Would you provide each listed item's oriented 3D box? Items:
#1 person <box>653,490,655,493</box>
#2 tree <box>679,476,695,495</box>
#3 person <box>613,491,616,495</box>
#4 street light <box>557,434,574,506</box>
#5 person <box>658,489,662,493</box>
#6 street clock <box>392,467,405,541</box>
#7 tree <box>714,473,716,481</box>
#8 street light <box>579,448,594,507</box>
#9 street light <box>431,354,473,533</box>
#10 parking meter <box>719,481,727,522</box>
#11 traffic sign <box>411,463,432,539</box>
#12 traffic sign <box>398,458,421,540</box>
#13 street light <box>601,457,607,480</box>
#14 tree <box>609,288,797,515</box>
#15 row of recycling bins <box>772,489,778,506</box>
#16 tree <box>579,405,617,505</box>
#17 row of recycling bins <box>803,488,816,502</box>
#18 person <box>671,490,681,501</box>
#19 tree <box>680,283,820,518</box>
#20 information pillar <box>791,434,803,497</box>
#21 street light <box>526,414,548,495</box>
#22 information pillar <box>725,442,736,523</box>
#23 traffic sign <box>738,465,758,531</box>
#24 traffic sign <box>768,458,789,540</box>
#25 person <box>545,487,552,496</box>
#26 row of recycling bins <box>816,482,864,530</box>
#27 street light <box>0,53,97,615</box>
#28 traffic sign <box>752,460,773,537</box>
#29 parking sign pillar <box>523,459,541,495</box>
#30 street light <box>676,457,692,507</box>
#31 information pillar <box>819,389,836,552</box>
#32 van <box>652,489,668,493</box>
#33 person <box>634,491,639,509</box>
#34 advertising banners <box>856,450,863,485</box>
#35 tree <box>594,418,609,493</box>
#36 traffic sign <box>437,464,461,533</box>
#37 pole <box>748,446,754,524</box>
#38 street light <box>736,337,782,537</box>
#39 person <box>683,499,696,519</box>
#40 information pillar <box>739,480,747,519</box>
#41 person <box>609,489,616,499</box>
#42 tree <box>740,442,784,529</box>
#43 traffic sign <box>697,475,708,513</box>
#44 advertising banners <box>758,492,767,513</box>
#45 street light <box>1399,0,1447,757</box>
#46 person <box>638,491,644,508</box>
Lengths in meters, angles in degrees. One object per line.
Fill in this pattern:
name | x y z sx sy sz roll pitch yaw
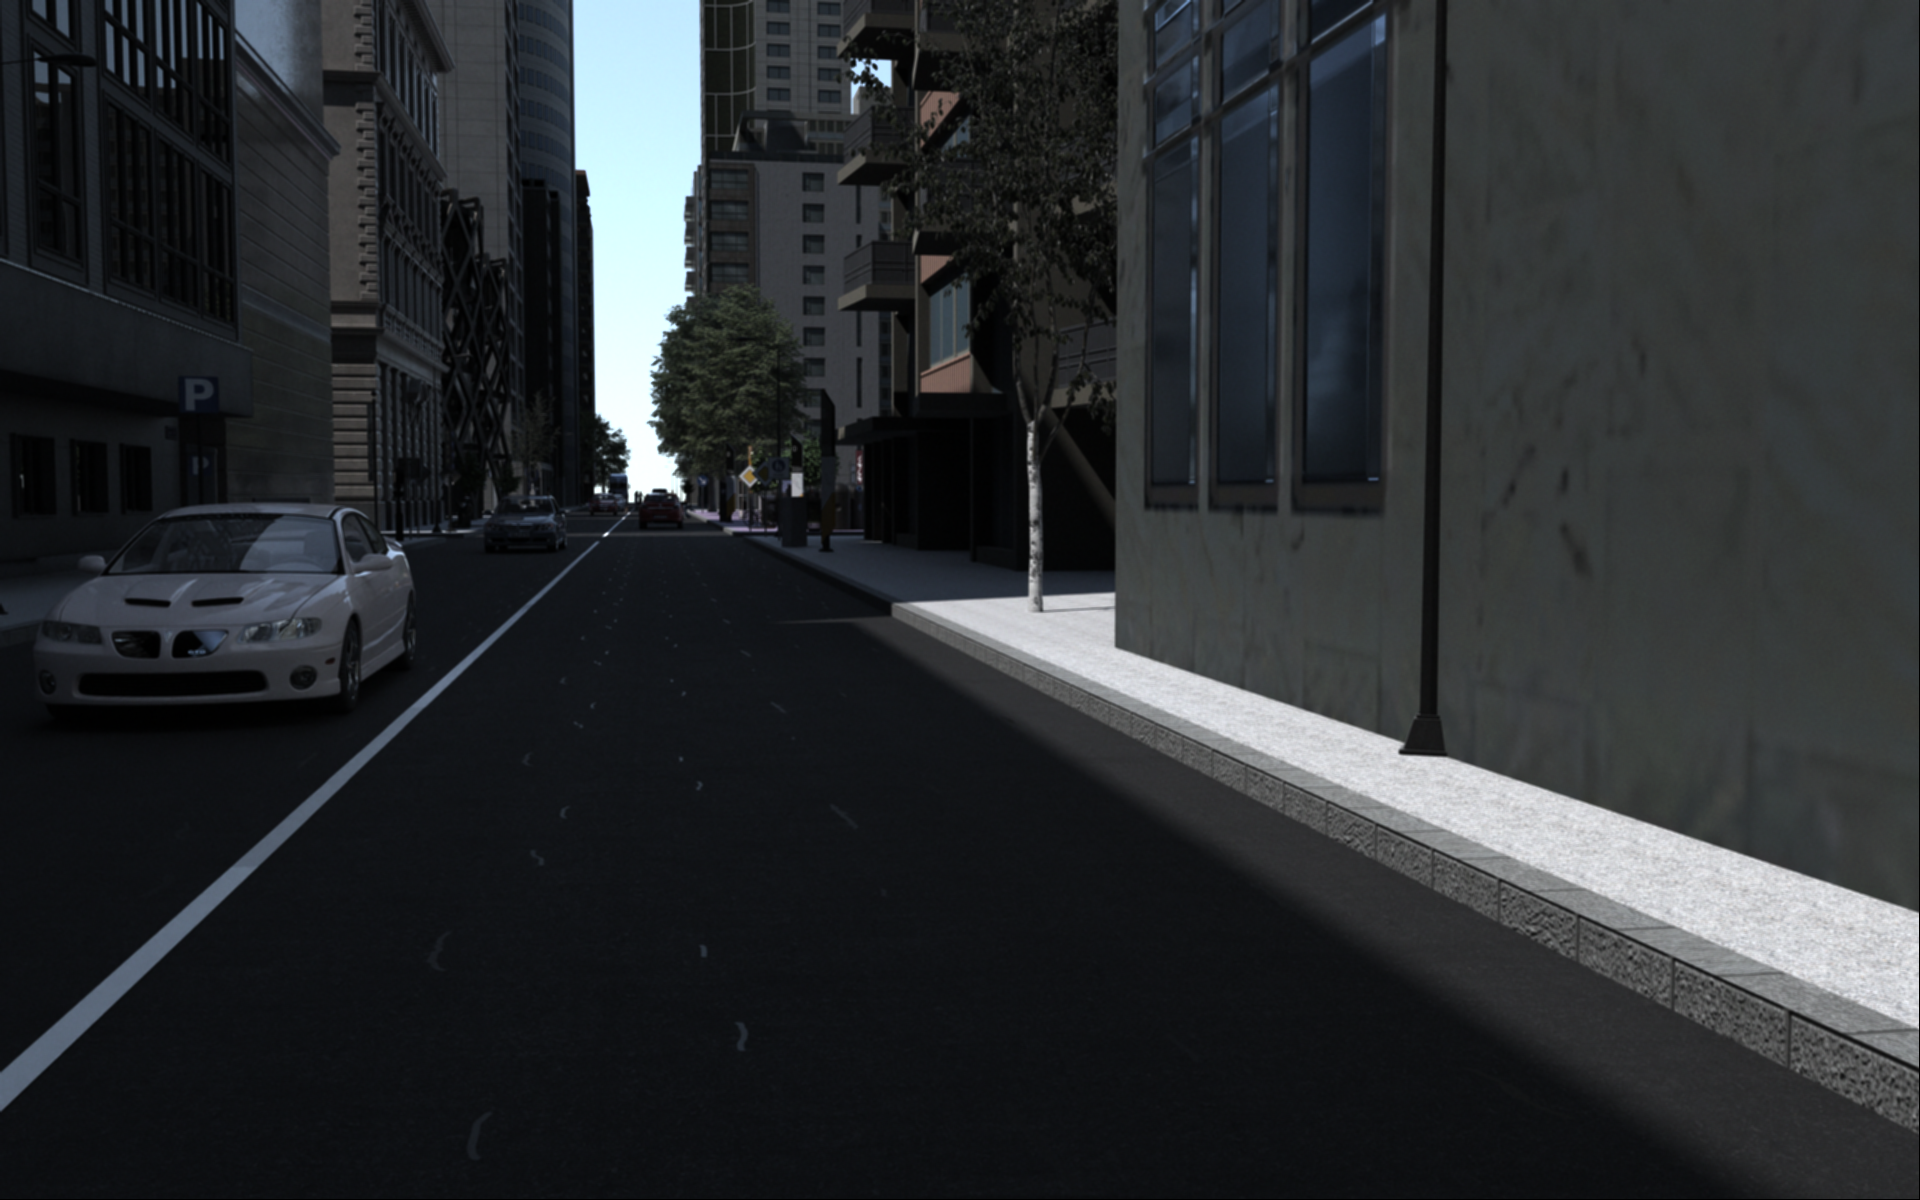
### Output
person | -25.084 -8.147 142.227 1.217 1.766 0.721 -2 4 -26
tree | -28.523 -11.417 181.264 1.663 3.219 1.824 0 3 0
person | -31.689 -9.152 158.953 1.217 1.723 0.721 1 4 14
street light | -30.323 -9.804 132.838 1.470 5.913 1.316 -1 4 -10
person | -24.259 -8.072 140.114 1.348 1.869 0.705 0 4 2
street clock | -15.264 -2.603 47.122 0.358 2.002 0.471 -2 4 -29
tree | -19.478 -11.434 137.312 4.737 8.622 4.395 0 3 0
street light | -37.971 -12.435 175.859 1.470 5.913 1.316 -1 4 -10
street light | -16.850 -5.195 57.471 1.470 5.913 1.316 -1 4 -10
parking meter | -10.847 -4.517 79.559 0.399 1.863 0.255 0 4 -6
traffic sign | -15.580 -2.821 49.769 0.795 2.450 0.064 -1 4 -10
traffic sign | -15.465 -2.848 48.696 0.606 2.300 0.079 -1 4 -10
street light | -45.165 -14.897 216.106 1.470 5.913 1.316 -1 4 -10
tree | -14.559 -12.191 105.970 9.857 13.997 8.962 0 3 0
row of recycling bins | -13.516 -7.715 133.246 1.069 1.692 3.534 -2 4 -31
tree | -43.832 -16.812 200.629 9.928 11.665 9.643 0 3 0
row of recycling bins | -10.792 -7.132 123.714 3.534 1.692 1.069 2 4 28
person | -22.420 -7.707 135.226 1.217 1.735 0.721 -1 4 -18
tree | -11.293 -10.728 93.531 7.486 12.596 7.792 0 3 0
information pillar | -6.397 -4.688 67.997 0.504 3.616 0.183 1 4 19
street light | -24.616 -7.835 100.645 1.470 5.913 1.316 -1 4 -10
information pillar | -10.254 -5.264 77.415 0.504 3.616 0.183 2 4 35
traffic sign | -7.195 -3.408 59.356 0.795 2.450 0.064 -1 4 -10
traffic sign | -4.994 -2.791 47.765 0.606 2.300 0.079 0 4 -3
person | -21.691 -5.054 91.234 0.778 1.811 0.616 -1 4 -19
row of recycling bins | -3.652 -3.397 62.649 1.069 1.692 3.534 2 4 31
street light | -9.798 -2.800 18.322 1.470 5.913 1.316 -1 4 -10
traffic sign | -5.788 -2.927 51.496 0.795 2.450 0.064 -1 4 -10
parking sign pillar | -31.644 -8.533 127.988 1.447 3.967 1.447 3 4 38
street light | -26.381 -11.810 165.630 1.470 5.913 1.316 -1 4 -10
information pillar | -2.926 -2.874 38.341 0.183 3.616 0.504 -3 4 -36
van | -34.974 -12.083 201.936 2.240 2.365 5.245 -1 4 -9
person | -31.483 -9.755 168.660 0.551 1.740 0.621 3 5 39
advertising banners | -3.549 -4.401 68.141 0.090 3.025 2.074 -2 4 -35
tree | -59.002 -23.233 286.512 9.857 13.997 8.962 0 3 0
traffic sign | -16.988 -3.302 57.630 0.795 2.450 0.064 -1 4 -10
pole | -8.856 -4.869 73.453 0.158 3.312 0.155 0 3 0
street light | -5.917 -4.825 51.424 1.470 5.913 1.316 -1 4 -10
person | -15.633 -5.161 98.383 1.012 1.151 0.738 2 4 25
information pillar | -11.112 -5.150 88.688 0.304 2.012 0.304 -3 5 -44
person | -29.323 -8.348 145.005 1.348 1.822 0.705 -3 5 -44
tree | -7.492 -4.271 64.439 1.663 3.219 1.824 0 3 0
traffic sign | -17.282 -7.104 116.252 0.768 2.556 0.104 0 4 -7
advertising banners | -13.333 -7.299 115.527 0.090 3.025 2.074 1 4 19
street light | 1.803 -2.190 8.340 1.470 5.913 1.316 -1 4 -10
person | -34.089 -10.715 184.482 1.217 1.735 0.721 2 4 26
